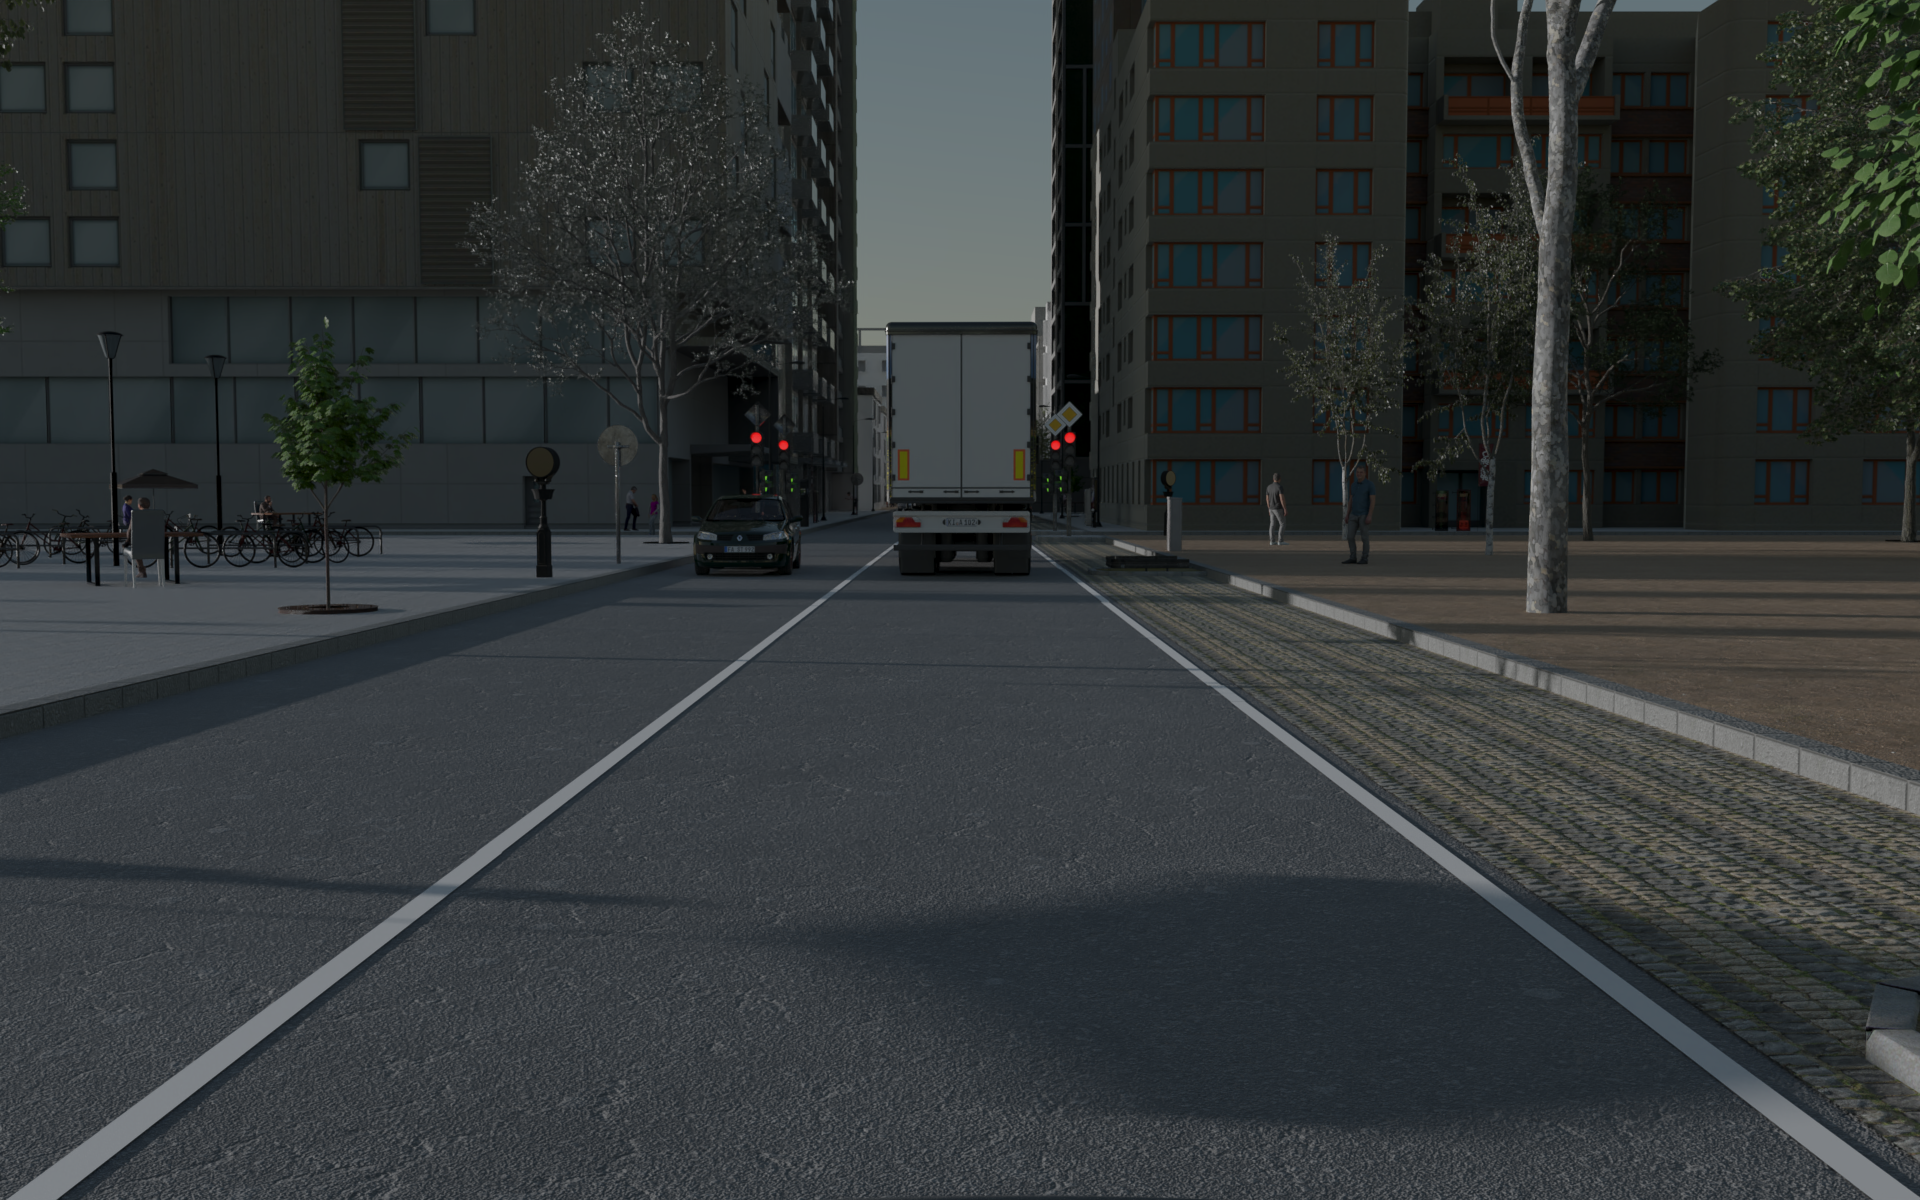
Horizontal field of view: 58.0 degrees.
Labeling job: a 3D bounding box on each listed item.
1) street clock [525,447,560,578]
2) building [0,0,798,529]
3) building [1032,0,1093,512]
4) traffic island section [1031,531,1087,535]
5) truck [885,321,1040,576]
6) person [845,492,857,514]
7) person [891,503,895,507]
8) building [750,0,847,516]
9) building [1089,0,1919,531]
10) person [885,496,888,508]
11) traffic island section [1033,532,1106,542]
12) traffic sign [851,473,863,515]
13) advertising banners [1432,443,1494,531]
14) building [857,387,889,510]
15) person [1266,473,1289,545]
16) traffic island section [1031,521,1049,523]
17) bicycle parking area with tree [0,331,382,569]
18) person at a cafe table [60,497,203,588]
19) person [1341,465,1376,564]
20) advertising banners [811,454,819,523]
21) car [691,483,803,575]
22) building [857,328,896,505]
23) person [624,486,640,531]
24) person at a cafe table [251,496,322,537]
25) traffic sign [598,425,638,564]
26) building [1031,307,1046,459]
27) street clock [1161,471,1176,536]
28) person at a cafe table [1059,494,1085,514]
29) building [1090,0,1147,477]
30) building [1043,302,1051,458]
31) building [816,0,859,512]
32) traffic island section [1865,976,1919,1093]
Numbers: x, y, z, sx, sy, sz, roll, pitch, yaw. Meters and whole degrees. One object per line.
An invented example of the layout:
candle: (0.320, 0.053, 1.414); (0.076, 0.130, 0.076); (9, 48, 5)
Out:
street clock: (-6.400, -1.348, 26.616); (0.471, 2.002, 0.358); (1, 4, 11)
building: (-21.652, -29.620, 73.532); (28.713, 52.752, 27.495); (0, 3, 0)
building: (15.098, -41.946, 124.066); (20.563, 71.187, 20.611); (0, 3, 0)
traffic island section: (3.348, -2.349, 60.684); (2.009, 0.180, 2.903); (0, 3, 0)
truck: (0.197, -2.744, 33.781); (2.839, 4.237, 11.283); (0, 4, 2)
person: (-6.730, -6.053, 108.199); (0.628, 1.438, 0.799); (2, 4, 34)
person: (-6.663, -9.904, 168.501); (0.617, 1.759, 0.750); (-2, 4, -34)
building: (-19.225, -29.560, 102.909); (23.786, 49.044, 30.456); (0, 3, 0)
building: (20.995, -13.978, 73.584); (28.899, 21.520, 27.650); (0, 3, 0)
person: (-6.797, -9.522, 164.952); (0.697, 1.427, 0.421); (0, 4, 2)
traffic island section: (3.336, -1.860, 52.699); (2.009, 0.180, 2.903); (0, 3, 0)
traffic sign: (-6.164, -6.338, 103.725); (0.768, 2.556, 0.104); (0, 4, 3)
advertising banners: (17.372, -3.890, 59.788); (2.074, 3.025, 0.090); (0, 4, 0)
building: (-11.288, -12.730, 150.276); (9.099, 9.664, 28.070); (0, 3, 0)
person: (8.045, -2.301, 43.798); (0.434, 1.807, 0.598); (-2, 4, -27)
traffic island section: (3.377, -3.869, 86.131); (1.991, 0.108, 1.994); (0, 3, 0)
bicycle parking area with tree: (-15.340, -2.832, 33.300); (9.016, 4.147, 8.231); (1, 4, 9)
person at a cafe table: (-11.570, -0.825, 24.344); (1.698, 1.238, 1.726); (-2, 4, -35)
person: (7.295, -1.562, 31.706); (0.434, 1.807, 0.598); (-2, 4, -27)
advertising banners: (-6.396, -4.890, 76.145); (0.090, 3.025, 2.074); (0, 4, 4)
car: (-3.868, -1.350, 31.864); (2.009, 1.686, 4.222); (0, 4, -2)
building: (-13.221, -21.214, 203.265); (11.380, 20.091, 16.016); (0, 3, 0)
person: (-11.470, -3.196, 60.502); (0.590, 1.554, 0.614); (-1, 4, -16)
person at a cafe table: (-20.310, -2.494, 51.646); (1.726, 1.238, 1.698); (2, 4, 31)
traffic sign: (-6.286, -1.940, 31.818); (0.768, 2.556, 0.104); (0, 4, 6)
building: (15.446, -18.692, 172.075); (16.747, 18.905, 31.486); (0, 3, 0)
street clock: (6.409, -2.983, 53.345); (0.471, 2.002, 0.358); (-3, 5, -42)
person at a cafe table: (7.298, -6.432, 113.676); (1.622, 1.524, 1.698); (3, 4, 38)
building: (14.907, -27.361, 97.468); (14.600, 45.320, 14.200); (0, 3, 0)
building: (15.316, -17.977, 150.340); (16.016, 20.091, 11.380); (0, 3, 0)
building: (-14.851, -27.028, 125.506); (14.154, 41.232, 14.086); (0, 3, 0)
traffic island section: (3.269, 1.156, 3.968); (1.991, 0.108, 1.994); (0, 3, 0)
